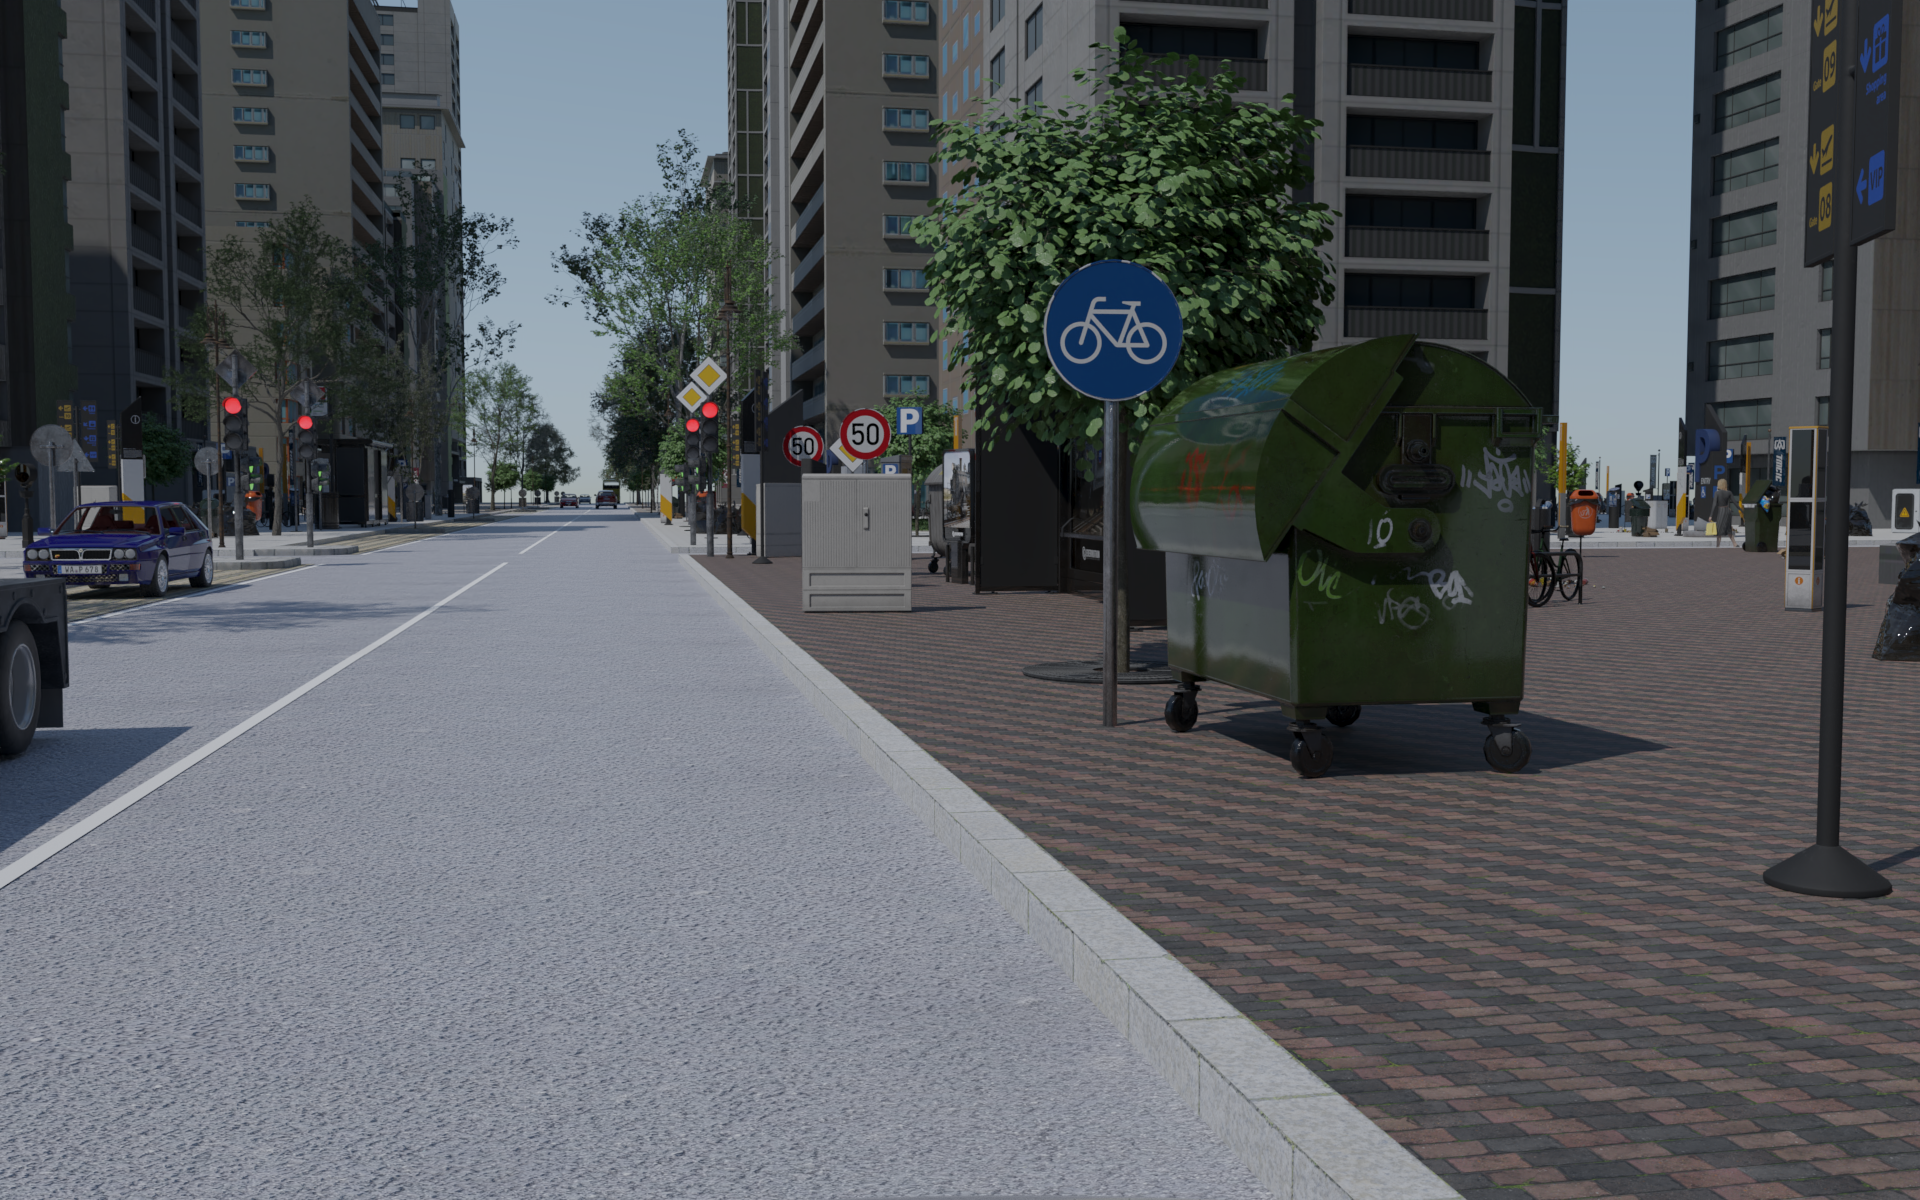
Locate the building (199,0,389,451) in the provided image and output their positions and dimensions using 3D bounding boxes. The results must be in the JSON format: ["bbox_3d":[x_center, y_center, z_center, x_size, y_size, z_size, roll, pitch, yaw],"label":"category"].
[{"bbox_3d":[-61.884,-32.109,148.691,21.300,48.544,21.600,-1,4,-11],"label":"building"}]

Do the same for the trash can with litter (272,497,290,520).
[{"bbox_3d":[-36.302,-4.934,92.066,0.624,1.170,1.055,0,4,2],"label":"trash can with litter"}]

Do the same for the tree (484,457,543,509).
[{"bbox_3d":[-38.933,-10.028,147.674,4.285,4.588,4.351,0,3,0],"label":"tree"}]

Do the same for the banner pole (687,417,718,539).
[{"bbox_3d":[-7.409,-3.660,49.862,0.863,3.779,0.401,-1,4,-21],"label":"banner pole"}]

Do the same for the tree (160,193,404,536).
[{"bbox_3d":[-20.746,-7.265,53.193,7.601,10.594,8.767,-1,4,-22],"label":"tree"}]

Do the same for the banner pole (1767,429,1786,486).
[{"bbox_3d":[31.307,-4.682,66.568,0.401,3.779,0.863,-3,5,-45],"label":"banner pole"}]

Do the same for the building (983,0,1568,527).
[{"bbox_3d":[12.971,-38.354,65.347,20.611,71.187,20.563,-1,4,-11],"label":"building"}]

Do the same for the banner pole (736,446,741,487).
[{"bbox_3d":[-9.861,-5.470,79.455,0.863,3.779,0.401,0,4,-3],"label":"banner pole"}]

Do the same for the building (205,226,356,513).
[{"bbox_3d":[-60.026,-17.073,124.190,27.650,21.520,28.899,-1,4,-11],"label":"building"}]

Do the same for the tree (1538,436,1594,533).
[{"bbox_3d":[20.098,-3.822,57.097,1.663,3.219,1.824,0,3,0],"label":"tree"}]

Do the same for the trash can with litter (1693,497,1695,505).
[{"bbox_3d":[42.447,-5.415,99.929,0.624,1.170,1.055,0,4,7],"label":"trash can with litter"}]

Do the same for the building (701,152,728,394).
[{"bbox_3d":[-24.462,-41.295,264.417,28.713,52.752,27.495,-1,4,-11],"label":"building"}]

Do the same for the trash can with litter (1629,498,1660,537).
[{"bbox_3d":[20.482,-2.465,51.692,0.624,1.170,1.055,-1,4,-16],"label":"trash can with litter"}]

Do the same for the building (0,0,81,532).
[{"bbox_3d":[-37.665,-17.289,54.372,14.160,30.474,14.107,-1,4,-11],"label":"building"}]

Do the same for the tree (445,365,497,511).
[{"bbox_3d":[-35.819,-12.678,133.038,9.928,11.665,9.643,0,3,0],"label":"tree"}]

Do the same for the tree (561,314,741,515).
[{"bbox_3d":[-18.336,-11.666,107.750,9.611,12.733,9.660,0,3,0],"label":"tree"}]

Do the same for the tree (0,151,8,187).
[{"bbox_3d":[-13.419,-5.040,16.820,7.601,10.594,8.767,-3,5,-43],"label":"tree"}]

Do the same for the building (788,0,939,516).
[{"bbox_3d":[0.829,-29.727,109.737,21.300,48.544,21.600,-1,4,-11],"label":"building"}]

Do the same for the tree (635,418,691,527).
[{"bbox_3d":[-10.239,-5.128,67.564,4.285,4.588,4.351,0,3,0],"label":"tree"}]

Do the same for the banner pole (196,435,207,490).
[{"bbox_3d":[-32.300,-5.127,73.846,0.863,3.779,0.401,2,4,35],"label":"banner pole"}]

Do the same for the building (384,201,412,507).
[{"bbox_3d":[-61.476,-24.237,167.977,14.160,30.474,14.107,-1,4,-11],"label":"building"}]

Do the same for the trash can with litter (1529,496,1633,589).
[{"bbox_3d":[8.414,-0.825,24.539,1.678,1.210,2.233,2,4,30],"label":"trash can with litter"}]

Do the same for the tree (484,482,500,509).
[{"bbox_3d":[-41.002,-9.616,151.820,1.663,3.219,1.824,0,3,0],"label":"tree"}]

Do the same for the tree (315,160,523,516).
[{"bbox_3d":[-31.731,-15.001,101.157,12.611,20.169,13.585,0,3,0],"label":"tree"}]

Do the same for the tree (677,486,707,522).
[{"bbox_3d":[-12.476,-5.242,80.311,1.663,3.219,1.824,0,3,0],"label":"tree"}]

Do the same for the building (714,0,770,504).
[{"bbox_3d":[-21.401,-48.143,225.389,20.563,71.187,20.611,-1,4,-11],"label":"building"}]

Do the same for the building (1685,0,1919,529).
[{"bbox_3d":[38.704,-18.073,67.202,14.107,30.474,14.160,-1,4,-11],"label":"building"}]

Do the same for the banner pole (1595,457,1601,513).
[{"bbox_3d":[42.809,-7.720,116.237,0.401,3.779,0.863,0,4,-4],"label":"banner pole"}]

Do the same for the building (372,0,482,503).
[{"bbox_3d":[-81.557,-49.898,254.078,20.563,71.187,20.611,-1,4,-11],"label":"building"}]

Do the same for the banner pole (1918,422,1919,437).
[{"bbox_3d":[29.798,-3.873,53.347,0.863,3.779,0.401,-1,4,-13],"label":"banner pole"}]

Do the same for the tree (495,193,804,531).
[{"bbox_3d":[-9.057,-8.201,59.845,9.928,11.665,9.643,0,3,0],"label":"tree"}]

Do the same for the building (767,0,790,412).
[{"bbox_3d":[-5.970,-37.134,149.139,21.231,58.520,28.212,-1,4,-11],"label":"building"}]

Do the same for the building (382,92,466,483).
[{"bbox_3d":[-81.100,-39.192,230.023,28.713,52.752,27.495,-1,4,-11],"label":"building"}]

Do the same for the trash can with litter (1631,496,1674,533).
[{"bbox_3d":[22.800,-2.845,57.577,2.233,1.210,1.678,1,4,18],"label":"trash can with litter"}]

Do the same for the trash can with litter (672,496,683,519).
[{"bbox_3d":[-14.653,-4.785,89.622,0.624,1.170,1.055,-3,5,-39],"label":"trash can with litter"}]

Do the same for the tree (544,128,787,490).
[{"bbox_3d":[-15.681,-14.467,92.418,12.611,20.169,13.585,0,3,0],"label":"tree"}]

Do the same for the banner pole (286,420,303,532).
[{"bbox_3d":[-22.612,-4.203,58.730,0.401,3.779,0.863,-3,4,-37],"label":"banner pole"}]

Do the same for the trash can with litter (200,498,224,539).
[{"bbox_3d":[-21.755,-2.380,50.299,0.624,1.170,1.055,-1,4,-18],"label":"trash can with litter"}]

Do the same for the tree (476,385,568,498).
[{"bbox_3d":[-46.791,-16.760,184.392,12.009,13.543,11.850,0,3,0],"label":"tree"}]

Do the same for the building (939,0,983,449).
[{"bbox_3d":[7.041,-26.581,84.711,14.600,45.320,14.200,-1,4,-11],"label":"building"}]

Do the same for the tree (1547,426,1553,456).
[{"bbox_3d":[16.603,-4.286,53.787,4.285,4.588,4.351,0,3,0],"label":"tree"}]

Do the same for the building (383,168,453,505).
[{"bbox_3d":[-70.026,-32.254,210.950,14.154,41.232,14.086,-1,4,-11],"label":"building"}]

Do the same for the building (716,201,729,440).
[{"bbox_3d":[-27.071,-34.220,243.094,14.154,41.232,14.086,-1,4,-11],"label":"building"}]

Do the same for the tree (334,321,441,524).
[{"bbox_3d":[-24.380,-7.520,73.315,4.360,8.622,3.978,0,3,0],"label":"tree"}]

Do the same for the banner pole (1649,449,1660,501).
[{"bbox_3d":[38.879,-6.535,96.866,0.863,3.779,0.401,-1,4,-20],"label":"banner pole"}]

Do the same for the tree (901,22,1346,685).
[{"bbox_3d":[1.203,-1.748,12.290,4.285,4.588,4.351,0,3,0],"label":"tree"}]

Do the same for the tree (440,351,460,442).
[{"bbox_3d":[-26.013,-8.101,82.821,4.360,8.622,3.978,0,3,0],"label":"tree"}]

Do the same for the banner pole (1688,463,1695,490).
[{"bbox_3d":[50.943,-8.017,121.087,0.401,3.779,0.863,-3,5,-41],"label":"banner pole"}]

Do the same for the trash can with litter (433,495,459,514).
[{"bbox_3d":[-33.335,-6.115,111.038,2.233,1.210,1.678,-1,4,-14],"label":"trash can with litter"}]

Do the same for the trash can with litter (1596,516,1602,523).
[{"bbox_3d":[28.037,-4.027,77.234,1.055,1.170,0.624,-1,4,-12],"label":"trash can with litter"}]
